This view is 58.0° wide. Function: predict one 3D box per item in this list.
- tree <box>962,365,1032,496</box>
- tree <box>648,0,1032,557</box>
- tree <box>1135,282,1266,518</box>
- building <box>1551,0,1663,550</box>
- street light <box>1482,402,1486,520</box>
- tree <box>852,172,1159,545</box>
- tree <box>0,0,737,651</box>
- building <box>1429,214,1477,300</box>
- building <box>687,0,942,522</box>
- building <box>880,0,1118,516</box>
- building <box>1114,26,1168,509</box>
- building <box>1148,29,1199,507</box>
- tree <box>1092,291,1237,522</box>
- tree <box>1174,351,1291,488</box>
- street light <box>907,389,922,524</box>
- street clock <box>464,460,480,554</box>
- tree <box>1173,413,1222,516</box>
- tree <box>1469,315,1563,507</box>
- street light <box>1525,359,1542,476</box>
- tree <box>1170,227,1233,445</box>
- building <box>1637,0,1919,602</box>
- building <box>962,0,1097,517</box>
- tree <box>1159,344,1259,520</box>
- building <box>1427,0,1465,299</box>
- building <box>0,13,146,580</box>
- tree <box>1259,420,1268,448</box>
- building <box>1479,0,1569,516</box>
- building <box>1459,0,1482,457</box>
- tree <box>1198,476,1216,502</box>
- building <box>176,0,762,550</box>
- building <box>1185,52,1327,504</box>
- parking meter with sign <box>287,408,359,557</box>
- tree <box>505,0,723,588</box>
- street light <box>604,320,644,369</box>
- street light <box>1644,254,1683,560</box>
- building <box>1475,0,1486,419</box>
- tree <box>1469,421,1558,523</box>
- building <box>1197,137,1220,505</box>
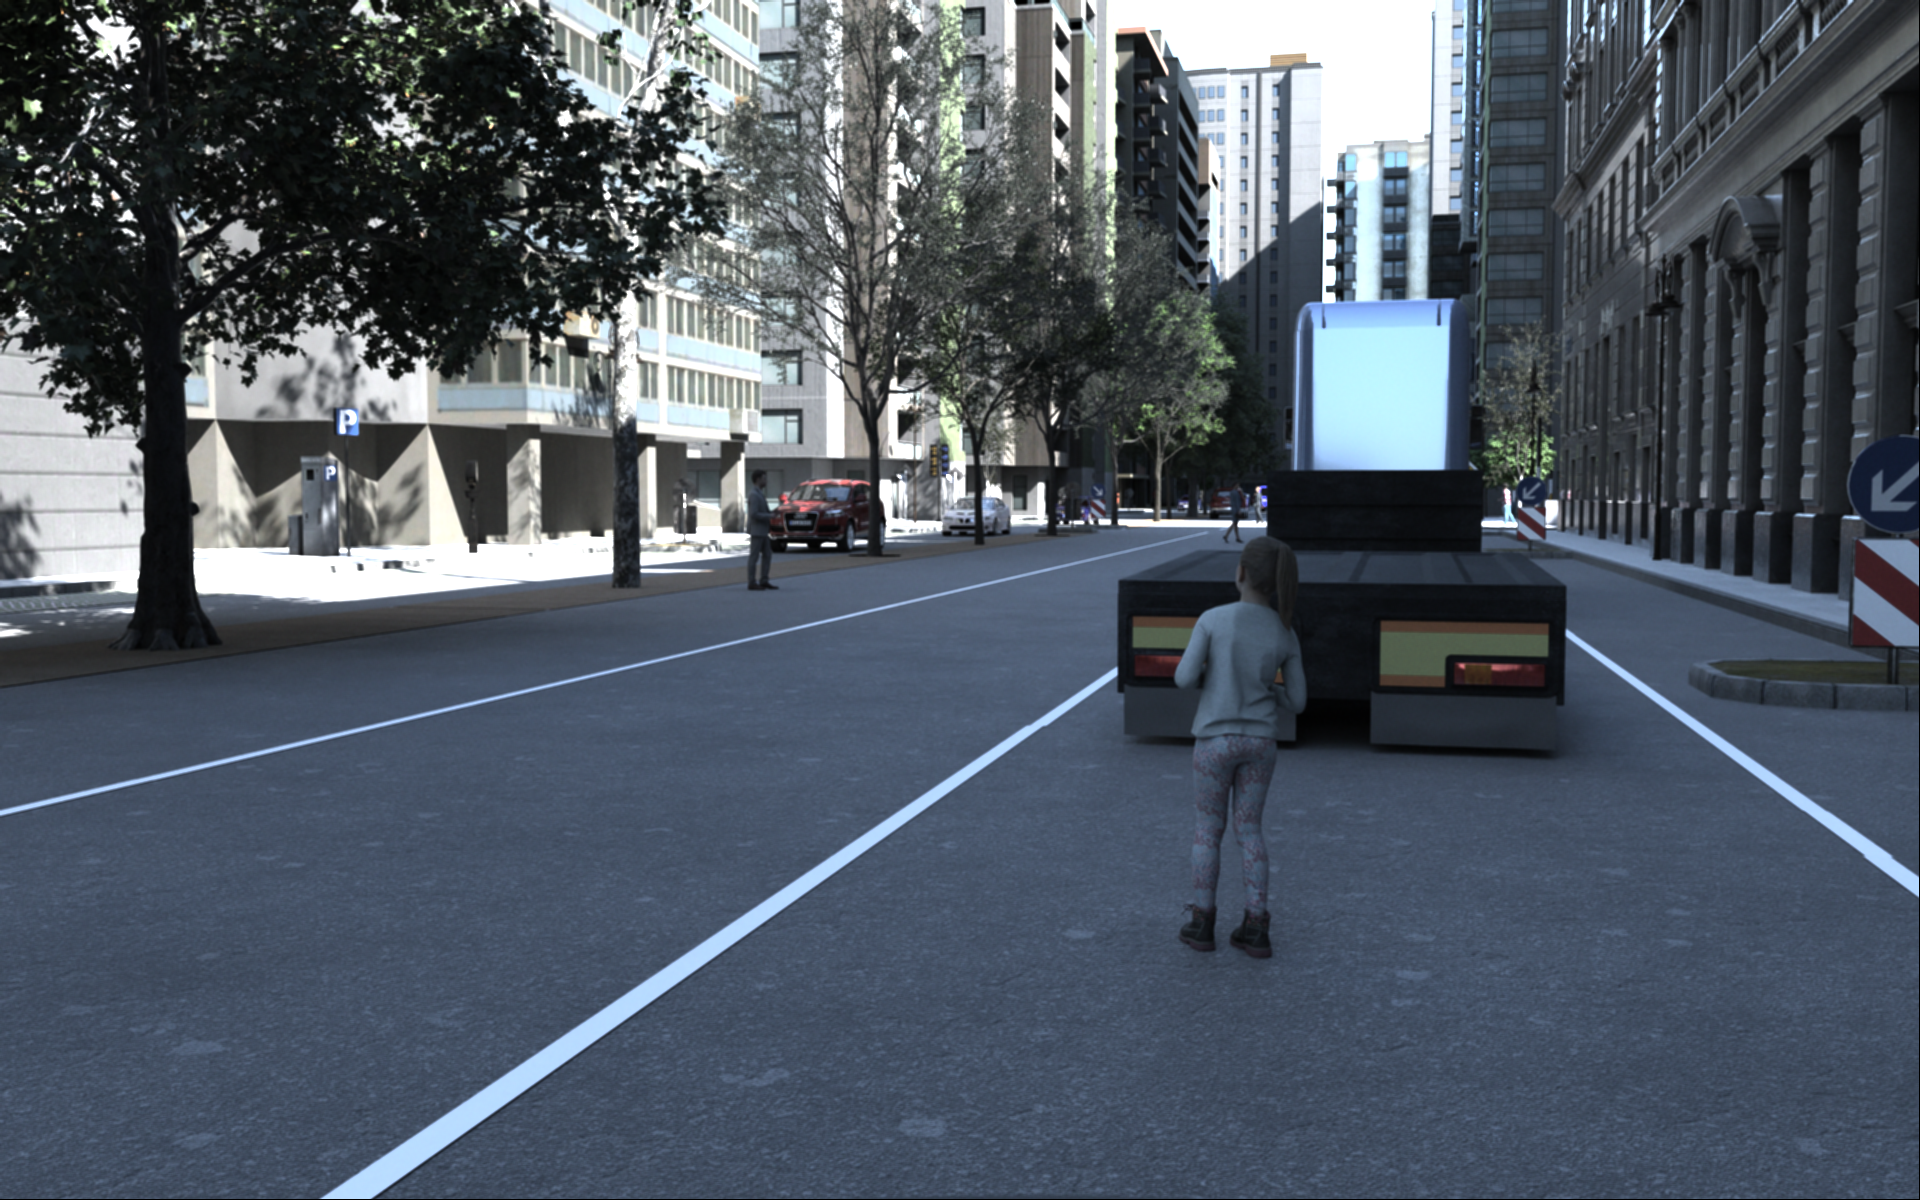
[{"bbox_3d":[1.682,-8.611,91.150,4.360,8.622,3.978,0,3,0],"label":"tree"},{"bbox_3d":[-1.956,-7.718,39.015,12.009,13.543,11.850,0,3,0],"label":"tree"},{"bbox_3d":[14.082,-11.971,104.836,9.857,13.997,8.962,0,3,0],"label":"tree"},{"bbox_3d":[23.370,-15.219,46.099,12.463,27.353,25.104,1,4,13],"label":"building"},{"bbox_3d":[26.255,-6.978,86.871,0.468,5.910,1.993,1,4,13],"label":"street light"},{"bbox_3d":[0.654,-6.839,48.684,8.767,10.594,7.601,1,4,13],"label":"tree"},{"bbox_3d":[-7.375,-5.901,15.951,9.611,12.733,9.660,0,3,0],"label":"tree"},{"bbox_3d":[55.654,-24.923,179.192,14.160,30.474,14.107,1,4,13],"label":"building"},{"bbox_3d":[-8.150,-24.297,80.857,14.154,41.232,14.086,1,4,13],"label":"building"},{"bbox_3d":[3.259,-26.946,124.160,14.154,41.232,14.086,1,4,13],"label":"building"},{"bbox_3d":[7.482,-31.087,162.903,22.147,44.769,28.867,1,4,13],"label":"building"},{"bbox_3d":[13.901,-34.462,187.154,21.300,48.544,21.600,1,4,13],"label":"building"},{"bbox_3d":[10.029,-9.712,87.009,9.928,11.665,9.643,0,3,0],"label":"tree"},{"bbox_3d":[19.415,-12.732,127.630,9.611,12.733,9.660,0,3,0],"label":"tree"},{"bbox_3d":[-1.936,-6.224,74.556,0.468,5.910,1.993,1,4,13],"label":"street light"},{"bbox_3d":[-10.485,-1.999,37.254,0.358,2.002,0.471,-1,4,-9],"label":"street clock"},{"bbox_3d":[15.416,-9.748,112.202,4.360,8.622,3.978,0,3,0],"label":"tree"},{"bbox_3d":[23.229,-7.435,71.927,4.360,8.622,3.978,0,3,0],"label":"tree"},{"bbox_3d":[19.714,-5.311,59.628,0.468,5.910,1.993,1,4,13],"label":"street light"},{"bbox_3d":[3.123,-8.898,58.314,12.009,13.543,11.850,0,3,0],"label":"tree"},{"bbox_3d":[16.649,-11.977,24.704,11.050,23.489,19.941,1,4,13],"label":"building"},{"bbox_3d":[-0.033,-20.197,101.929,14.160,30.474,14.107,1,4,13],"label":"building"},{"bbox_3d":[11.707,-9.734,96.017,8.767,10.594,7.601,1,4,13],"label":"tree"},{"bbox_3d":[64.358,-40.121,197.979,21.231,58.520,28.212,1,4,13],"label":"building"},{"bbox_3d":[-26.831,-29.025,16.558,21.231,58.520,28.212,1,4,13],"label":"building"},{"bbox_3d":[16.812,-11.082,118.057,8.767,10.594,7.601,1,4,13],"label":"tree"},{"bbox_3d":[38.694,-25.726,104.210,14.154,41.232,14.086,1,4,13],"label":"building"},{"bbox_3d":[54.174,-51.500,154.693,22.319,86.520,31.000,1,4,13],"label":"building"},{"bbox_3d":[28.199,-13.365,202.236,4.285,4.588,4.351,0,3,0],"label":"tree"},{"bbox_3d":[-19.339,-22.092,53.083,23.993,40.220,32.217,1,4,13],"label":"building"},{"bbox_3d":[35.342,-42.510,237.032,28.212,58.520,21.231,1,4,13],"label":"building"},{"bbox_3d":[-13.162,-2.409,35.644,1.738,3.016,0.543,2,4,31],"label":"parking meter with sign"},{"bbox_3d":[-6.069,-10.310,26.915,12.611,20.169,13.585,0,3,0],"label":"tree"},{"bbox_3d":[-8.846,-4.465,45.786,0.468,5.910,1.993,1,4,13],"label":"street light"},{"bbox_3d":[13.545,-3.712,33.485,0.468,5.910,1.993,1,4,13],"label":"street light"},{"bbox_3d":[47.219,-42.142,127.279,20.563,71.187,20.611,1,4,13],"label":"building"},{"bbox_3d":[25.165,-5.766,77.990,4.285,4.588,4.351,0,3,0],"label":"tree"},{"bbox_3d":[24.304,-34.544,214.908,14.200,45.320,14.600,1,4,13],"label":"building"}]
